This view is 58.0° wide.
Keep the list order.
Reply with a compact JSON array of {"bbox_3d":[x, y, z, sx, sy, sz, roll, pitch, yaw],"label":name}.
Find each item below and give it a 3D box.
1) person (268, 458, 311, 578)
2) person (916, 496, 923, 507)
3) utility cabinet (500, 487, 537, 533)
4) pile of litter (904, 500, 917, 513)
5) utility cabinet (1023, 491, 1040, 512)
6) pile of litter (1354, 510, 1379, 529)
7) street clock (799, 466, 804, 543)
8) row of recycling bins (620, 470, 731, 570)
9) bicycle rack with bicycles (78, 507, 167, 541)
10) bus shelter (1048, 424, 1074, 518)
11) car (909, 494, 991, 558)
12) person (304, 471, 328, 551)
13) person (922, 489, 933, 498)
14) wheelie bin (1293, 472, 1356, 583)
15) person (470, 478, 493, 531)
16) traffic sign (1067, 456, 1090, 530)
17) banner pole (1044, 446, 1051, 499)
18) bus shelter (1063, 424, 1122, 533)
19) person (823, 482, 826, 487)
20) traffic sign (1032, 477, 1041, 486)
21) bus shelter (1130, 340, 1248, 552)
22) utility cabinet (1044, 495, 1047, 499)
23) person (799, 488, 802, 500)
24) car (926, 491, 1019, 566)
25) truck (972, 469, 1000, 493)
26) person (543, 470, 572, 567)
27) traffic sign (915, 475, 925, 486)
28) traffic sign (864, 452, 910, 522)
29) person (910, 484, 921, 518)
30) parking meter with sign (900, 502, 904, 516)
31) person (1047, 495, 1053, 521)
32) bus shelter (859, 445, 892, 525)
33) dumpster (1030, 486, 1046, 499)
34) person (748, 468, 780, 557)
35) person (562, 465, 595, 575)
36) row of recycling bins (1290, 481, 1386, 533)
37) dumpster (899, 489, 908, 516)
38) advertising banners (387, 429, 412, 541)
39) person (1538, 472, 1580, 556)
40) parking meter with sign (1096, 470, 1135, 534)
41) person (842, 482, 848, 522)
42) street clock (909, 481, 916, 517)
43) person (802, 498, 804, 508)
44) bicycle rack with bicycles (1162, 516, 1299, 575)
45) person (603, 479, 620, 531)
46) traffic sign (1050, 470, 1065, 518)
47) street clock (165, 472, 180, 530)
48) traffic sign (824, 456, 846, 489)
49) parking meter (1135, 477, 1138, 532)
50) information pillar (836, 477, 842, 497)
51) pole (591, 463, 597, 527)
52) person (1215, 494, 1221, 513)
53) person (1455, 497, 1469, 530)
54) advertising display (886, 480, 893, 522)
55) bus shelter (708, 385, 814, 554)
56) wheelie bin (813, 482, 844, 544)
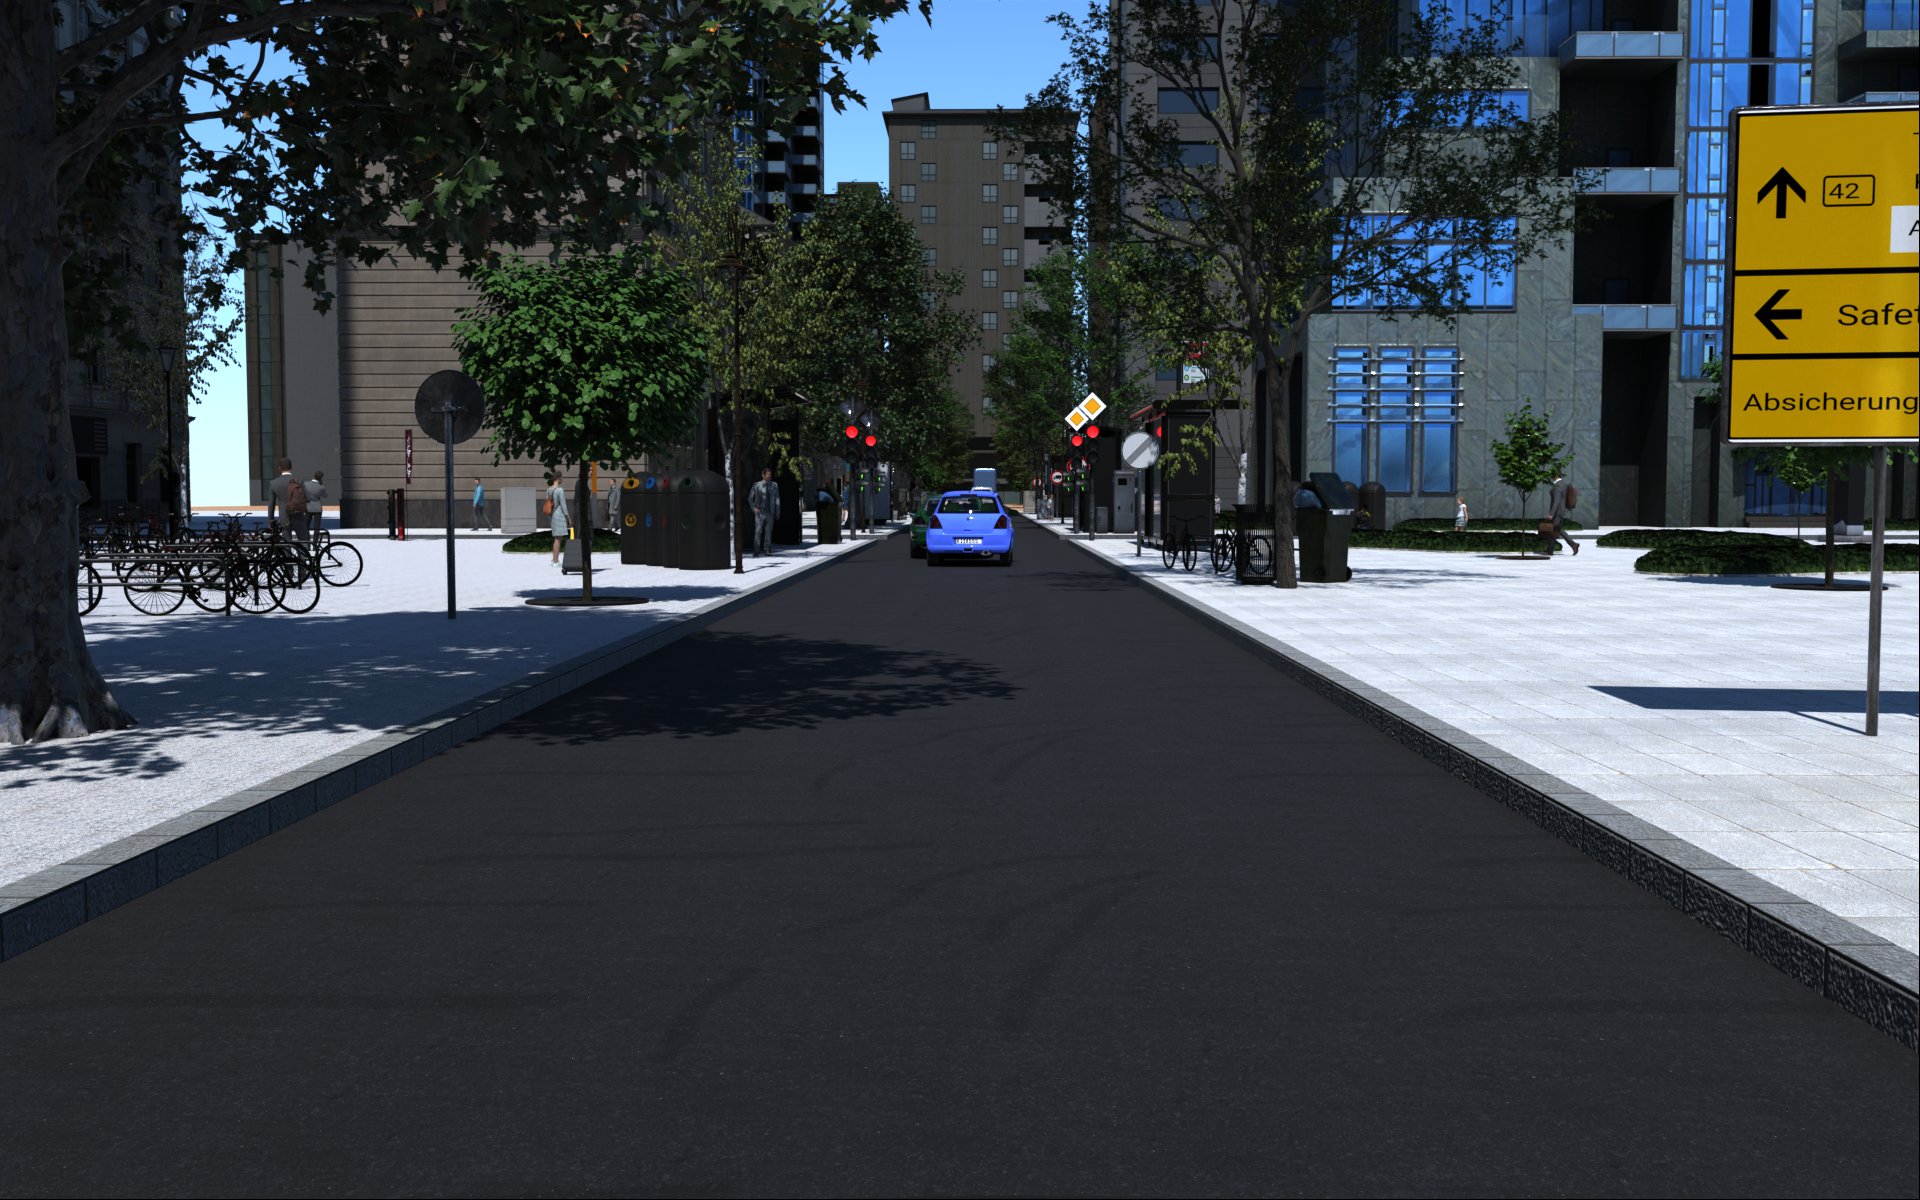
[{"bbox_3d":[-10.154,-1.238,26.241,0.622,1.834,0.822,-1,4,-20],"label":"person"},{"bbox_3d":[-3.624,-8.237,140.804,1.348,1.812,0.705,2,4,35],"label":"person"},{"bbox_3d":[-14.401,-2.924,56.480,0.318,1.500,1.173,3,5,40],"label":"utility cabinet"},{"bbox_3d":[-3.622,-6.488,120.042,1.719,0.858,1.176,-1,4,-10],"label":"pile of litter"},{"bbox_3d":[5.031,-6.919,121.797,1.173,1.500,0.318,-2,4,-29],"label":"utility cabinet"},{"bbox_3d":[10.559,-1.978,46.312,1.719,0.858,1.176,-1,4,-13],"label":"pile of litter"},{"bbox_3d":[-4.254,-2.499,45.426,0.358,2.002,0.471,0,4,8],"label":"street clock"},{"bbox_3d":[-5.043,-1.441,30.670,1.069,1.692,3.534,-2,4,-32],"label":"row of recycling bins"},{"bbox_3d":[-23.334,-2.102,47.747,2.852,0.926,2.925,-2,4,-34],"label":"bicycle rack with bicycles"},{"bbox_3d":[5.884,-7.336,97.580,2.179,5.291,8.768,0,4,1],"label":"bus shelter"},{"bbox_3d":[-0.154,-1.735,40.170,2.131,1.459,4.920,0,4,2],"label":"car"},{"bbox_3d":[-14.581,-2.007,39.031,0.592,1.802,0.473,0,4,-1],"label":"person"},{"bbox_3d":[-2.717,-8.926,151.961,1.348,1.826,0.705,-2,4,-27],"label":"person"},{"bbox_3d":[5.268,-1.059,25.215,0.980,1.594,0.693,-3,5,-41],"label":"wheelie bin"},{"bbox_3d":[-16.619,-3.310,60.023,0.748,1.841,0.638,1,4,10],"label":"person"},{"bbox_3d":[3.897,-3.478,56.967,0.768,2.556,0.104,1,4,10],"label":"traffic sign"},{"bbox_3d":[4.521,-6.087,89.533,0.401,3.779,0.863,2,4,27],"label":"banner pole"},{"bbox_3d":[4.601,-4.217,60.236,1.731,3.624,6.357,0,4,1],"label":"bus shelter"},{"bbox_3d":[-5.724,-4.158,74.306,0.850,1.792,0.678,-3,5,-43],"label":"person"},{"bbox_3d":[5.792,-7.929,129.740,0.768,2.556,0.104,1,4,8],"label":"traffic sign"},{"bbox_3d":[5.408,-3.983,42.749,2.179,5.291,8.768,0,4,1],"label":"bus shelter"},{"bbox_3d":[5.752,-5.873,107.187,1.020,1.237,0.306,0,4,-6],"label":"utility cabinet"},{"bbox_3d":[-4.669,-2.529,47.570,0.661,1.801,0.590,0,4,-6],"label":"person"},{"bbox_3d":[0.237,-1.590,35.595,1.945,1.707,3.694,0,4,2],"label":"car"},{"bbox_3d":[2.347,-11.413,176.357,2.967,4.110,18.799,0,4,3],"label":"truck"},{"bbox_3d":[-7.057,-1.425,30.341,0.512,1.701,0.522,3,4,39],"label":"person"},{"bbox_3d":[-2.745,-7.052,115.296,0.884,2.594,0.081,0,4,8],"label":"traffic sign"},{"bbox_3d":[-3.438,-5.296,80.463,2.265,3.308,0.079,0,4,6],"label":"traffic sign"},{"bbox_3d":[-2.427,-5.427,94.573,0.655,1.846,0.447,-1,4,-18],"label":"person"},{"bbox_3d":[-3.973,-6.114,96.227,1.738,3.016,0.543,2,4,24],"label":"parking meter with sign"},{"bbox_3d":[4.241,-4.310,81.193,0.352,1.250,0.332,2,4,30],"label":"person"},{"bbox_3d":[-3.563,-4.872,73.586,2.014,3.302,5.546,0,4,1],"label":"bus shelter"},{"bbox_3d":[5.649,-7.310,125.270,1.264,1.857,1.865,0,4,1],"label":"dumpster"},{"bbox_3d":[-4.025,-1.807,35.686,0.635,1.810,0.391,-2,4,-28],"label":"person"},{"bbox_3d":[-6.175,-1.332,28.037,0.699,1.804,1.509,0,4,5],"label":"person"},{"bbox_3d":[12.134,-3.008,56.288,3.534,1.692,1.069,-1,4,-10],"label":"row of recycling bins"},{"bbox_3d":[-3.767,-6.010,104.018,1.264,1.857,1.865,0,4,1],"label":"dumpster"},{"bbox_3d":[-15.398,-3.146,47.630,0.090,3.025,2.074,-3,4,-36],"label":"advertising banners"},{"bbox_3d":[12.457,-1.834,35.992,0.822,1.834,0.622,1,4,20],"label":"person"},{"bbox_3d":[5.285,-3.659,56.092,1.738,3.016,0.543,0,4,-4],"label":"parking meter with sign"},{"bbox_3d":[-5.171,-4.452,78.859,0.654,1.822,0.581,1,4,23],"label":"person"},{"bbox_3d":[-2.751,-5.766,98.841,0.471,2.002,0.358,1,4,14],"label":"street clock"},{"bbox_3d":[-10.491,-6.518,113.178,0.524,1.755,0.480,2,4,33],"label":"person"},{"bbox_3d":[4.768,-0.933,28.638,2.852,0.926,2.925,0,4,-7],"label":"bicycle rack with bicycles"},{"bbox_3d":[-11.886,-3.241,59.135,0.694,1.812,0.767,3,5,44],"label":"person"},{"bbox_3d":[5.157,-5.610,91.830,0.768,2.556,0.104,0,4,5],"label":"traffic sign"},{"bbox_3d":[-25.860,-3.206,56.994,0.471,2.002,0.358,1,4,9],"label":"street clock"},{"bbox_3d":[-4.164,-3.519,57.644,0.768,2.556,0.104,0,4,4],"label":"traffic sign"},{"bbox_3d":[5.921,-3.276,59.268,0.399,1.863,0.255,-3,5,-45],"label":"parking meter"},{"bbox_3d":[-5.323,-4.358,75.744,0.304,2.012,0.304,-1,4,-16],"label":"information pillar"},{"bbox_3d":[-11.917,-3.826,56.400,0.158,3.312,0.155,0,3,0],"label":"pole"},{"bbox_3d":[12.839,-4.646,86.279,0.425,1.301,0.394,-2,4,-32],"label":"person"},{"bbox_3d":[12.949,-2.046,44.505,0.382,1.210,0.505,-1,4,-12],"label":"person"},{"bbox_3d":[-3.530,-4.510,78.959,0.974,1.923,0.123,-1,4,-11],"label":"advertising display"},{"bbox_3d":[-4.556,-3.003,40.383,1.731,3.624,6.357,0,4,1],"label":"bus shelter"},{"bbox_3d":[-3.376,-2.233,44.418,0.693,1.594,0.980,0,4,7],"label":"wheelie bin"}]
